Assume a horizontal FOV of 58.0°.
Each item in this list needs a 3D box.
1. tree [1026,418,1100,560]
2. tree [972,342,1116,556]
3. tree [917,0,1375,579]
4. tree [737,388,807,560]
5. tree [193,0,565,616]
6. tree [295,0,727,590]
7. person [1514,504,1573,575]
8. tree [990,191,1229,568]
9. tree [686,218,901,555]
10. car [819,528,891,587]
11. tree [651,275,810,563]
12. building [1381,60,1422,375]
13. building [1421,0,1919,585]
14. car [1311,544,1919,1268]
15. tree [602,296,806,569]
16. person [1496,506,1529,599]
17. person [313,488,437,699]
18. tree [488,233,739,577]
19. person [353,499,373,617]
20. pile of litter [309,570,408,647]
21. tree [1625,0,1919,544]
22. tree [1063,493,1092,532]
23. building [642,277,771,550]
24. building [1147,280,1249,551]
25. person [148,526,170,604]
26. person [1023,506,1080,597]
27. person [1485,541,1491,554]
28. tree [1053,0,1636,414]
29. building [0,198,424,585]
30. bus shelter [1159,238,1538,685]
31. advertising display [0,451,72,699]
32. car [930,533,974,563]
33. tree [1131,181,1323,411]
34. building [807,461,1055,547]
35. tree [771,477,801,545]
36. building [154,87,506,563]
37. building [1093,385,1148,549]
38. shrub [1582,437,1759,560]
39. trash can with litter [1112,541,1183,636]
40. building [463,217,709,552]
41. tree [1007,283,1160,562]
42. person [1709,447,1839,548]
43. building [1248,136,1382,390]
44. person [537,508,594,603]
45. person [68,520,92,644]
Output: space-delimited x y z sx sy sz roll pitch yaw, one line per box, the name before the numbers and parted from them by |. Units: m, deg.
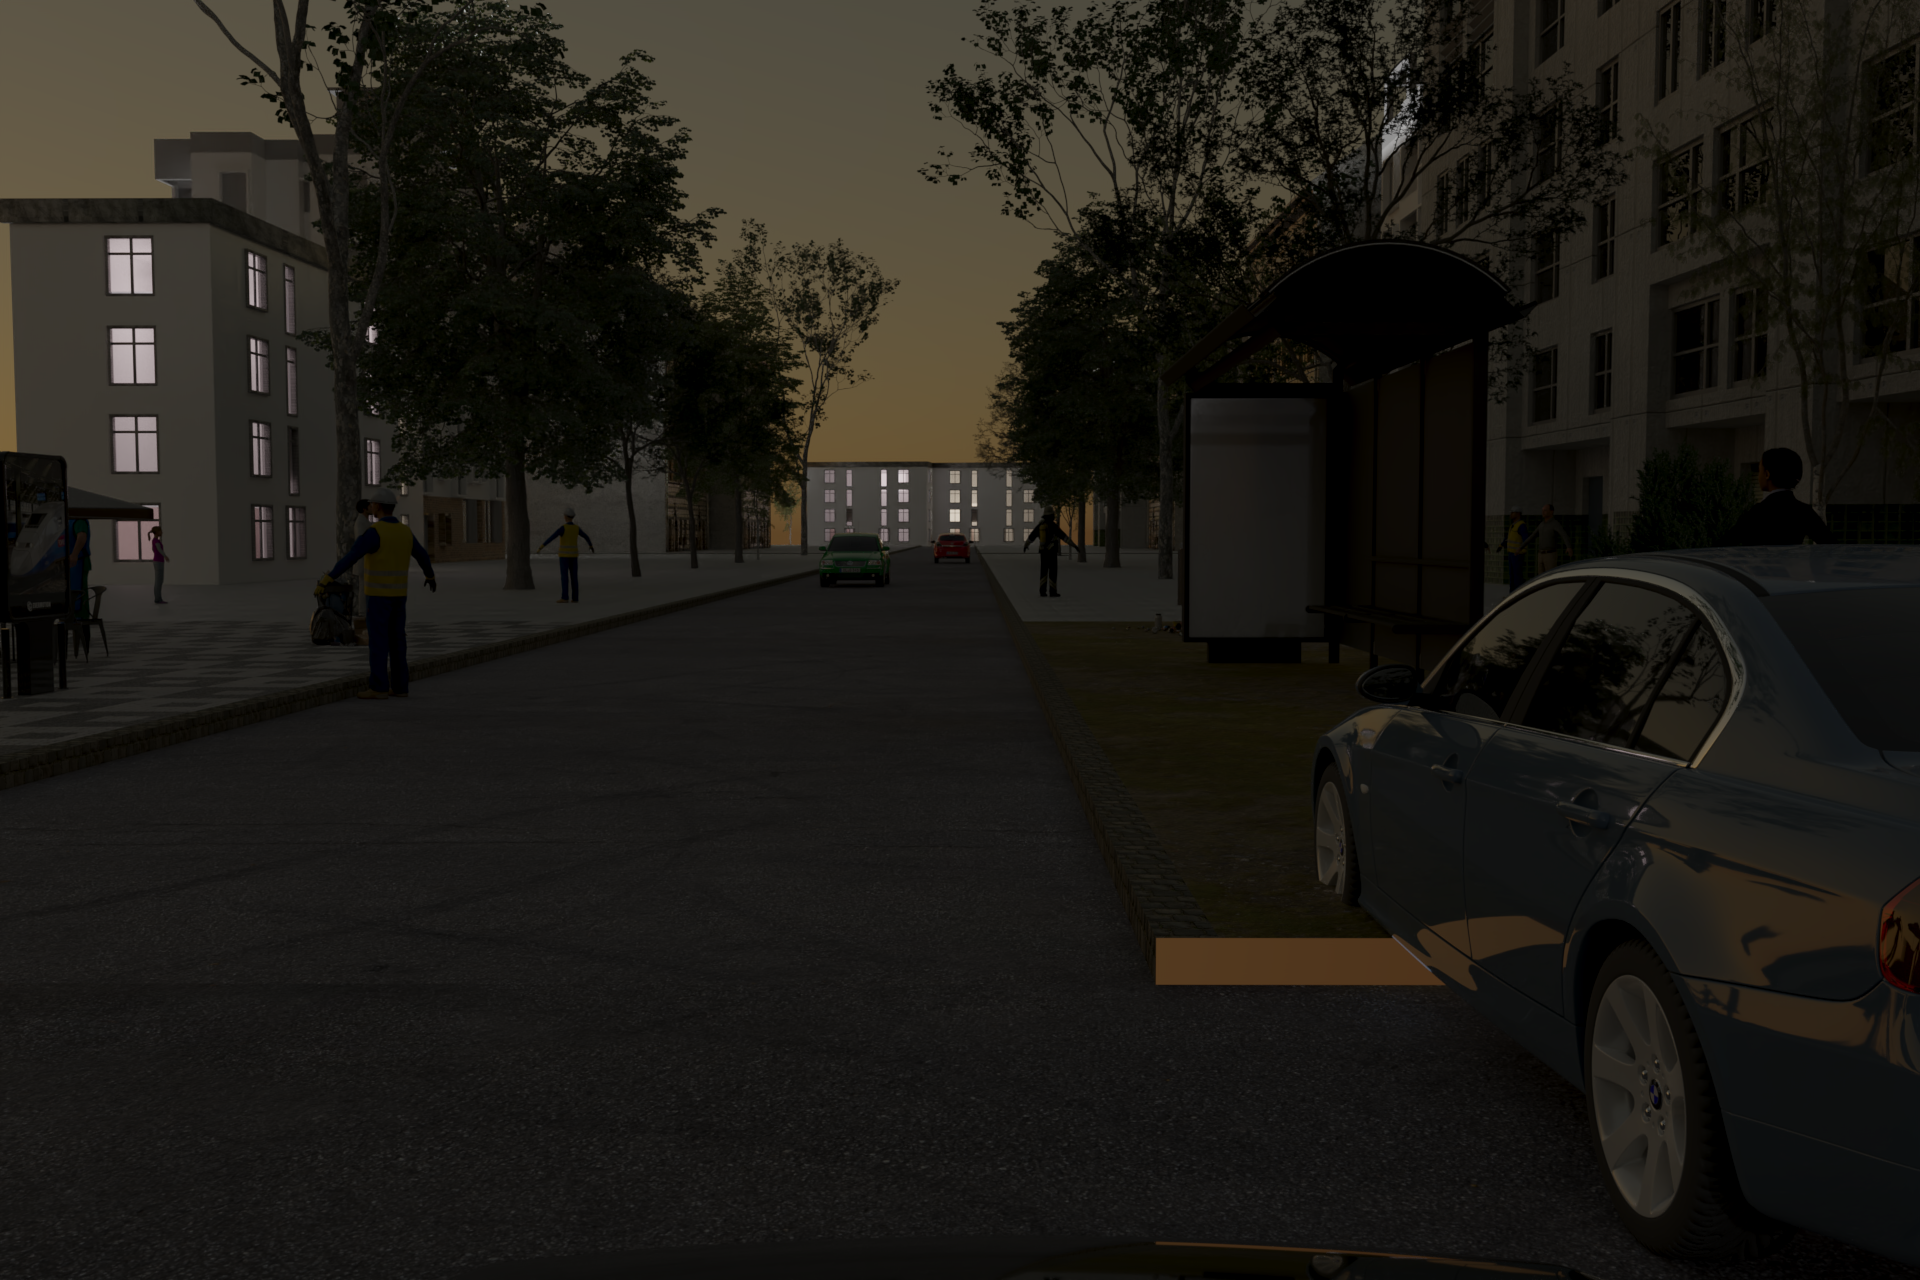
tree | 5.352 -8.298 86.039 4.737 8.622 4.395 0 3 0
tree | 5.759 -11.691 101.509 12.009 13.543 11.850 0 3 0
tree | 4.909 -11.738 47.807 12.611 20.169 13.585 0 3 0
tree | -10.234 -8.265 85.498 4.360 8.622 3.978 0 3 0
tree | -10.509 -10.376 25.531 12.611 20.169 13.585 0 3 0
tree | -10.226 -8.135 39.661 9.857 13.997 8.962 0 3 0
person | 10.114 -1.444 29.877 0.705 1.796 1.348 -2 4 -24
tree | 5.922 -9.747 66.014 9.857 13.997 8.962 0 3 0
tree | -10.306 -15.209 104.564 12.611 20.169 13.585 0 3 0
car | -2.899 -2.408 48.175 1.959 1.807 4.718 0 4 0
tree | -10.185 -9.683 76.443 7.486 12.596 7.792 0 3 0
building | 22.229 -13.034 69.522 16.016 20.090 11.380 0 3 0
building | 22.150 -10.372 36.047 16.747 18.905 31.486 0 3 0
car | 2.200 0.445 4.720 2.014 1.417 4.499 0 4 -1
tree | -9.967 -7.960 64.562 8.767 10.594 7.601 -1 4 -17
person | 10.819 -1.702 33.792 0.705 1.833 1.349 0 4 -4
person | -5.037 -0.410 15.136 0.705 1.833 1.349 2 4 28
tree | -10.050 -7.175 51.723 7.601 10.594 8.767 0 4 5
person | -8.893 -1.212 26.003 0.705 1.806 1.347 -1 4 -14
pile of litter | -7.156 -0.404 20.577 1.176 0.858 1.719 0 4 1
tree | 9.854 -4.231 19.543 4.360 8.622 3.978 0 3 0
tree | 14.093 -15.328 200.974 4.360 8.622 3.978 0 3 0
building | -26.785 -19.479 149.405 19.493 23.208 18.063 0 4 1
building | 25.249 -18.780 137.983 19.493 23.208 18.063 0 4 0
person | -14.702 -1.385 31.911 0.599 1.433 0.991 -2 4 -34
person | 1.830 -1.813 35.414 1.354 1.856 0.705 2 4 35
person | 9.626 -1.676 33.595 1.347 1.806 0.705 0 4 4
tree | 5.677 -5.667 27.066 8.767 10.594 7.601 0 4 -4
building | -23.004 -7.055 57.505 9.099 9.664 28.070 0 4 1
bus shelter | 2.971 -1.269 14.665 2.014 3.302 5.546 0 4 1
advertising display | -7.433 -0.530 13.878 0.123 1.923 0.974 0 4 0
car | -0.396 -4.715 86.135 2.155 1.783 4.494 0 4 0
tree | 5.658 -5.254 36.259 4.737 8.622 4.395 0 3 0
building | -3.180 -15.669 200.789 28.070 9.664 9.099 0 4 7
tree | -20.223 -15.501 203.799 4.737 8.622 4.395 0 3 0
building | -28.049 -13.359 74.839 16.016 20.090 11.380 0 4 0
building | 22.525 -18.431 167.810 16.747 18.905 31.486 0 4 0
shrub | 5.512 -0.538 13.208 1.690 2.028 1.600 0 3 0
trash can with litter | 2.903 -0.698 22.476 1.678 1.210 2.233 0 4 -1
building | -29.545 -18.238 129.119 19.493 23.208 18.063 0 4 1
tree | 5.750 -9.758 77.668 7.486 12.596 7.792 0 3 0
person | 4.296 -0.157 9.294 1.216 1.740 0.721 -1 4 -20
building | 24.747 -15.474 83.921 19.493 23.208 18.063 0 3 0
person | -7.338 -1.581 32.321 1.216 1.772 0.721 -3 5 -45
person | -10.392 -0.868 20.317 0.704 1.817 1.347 -2 4 -31
